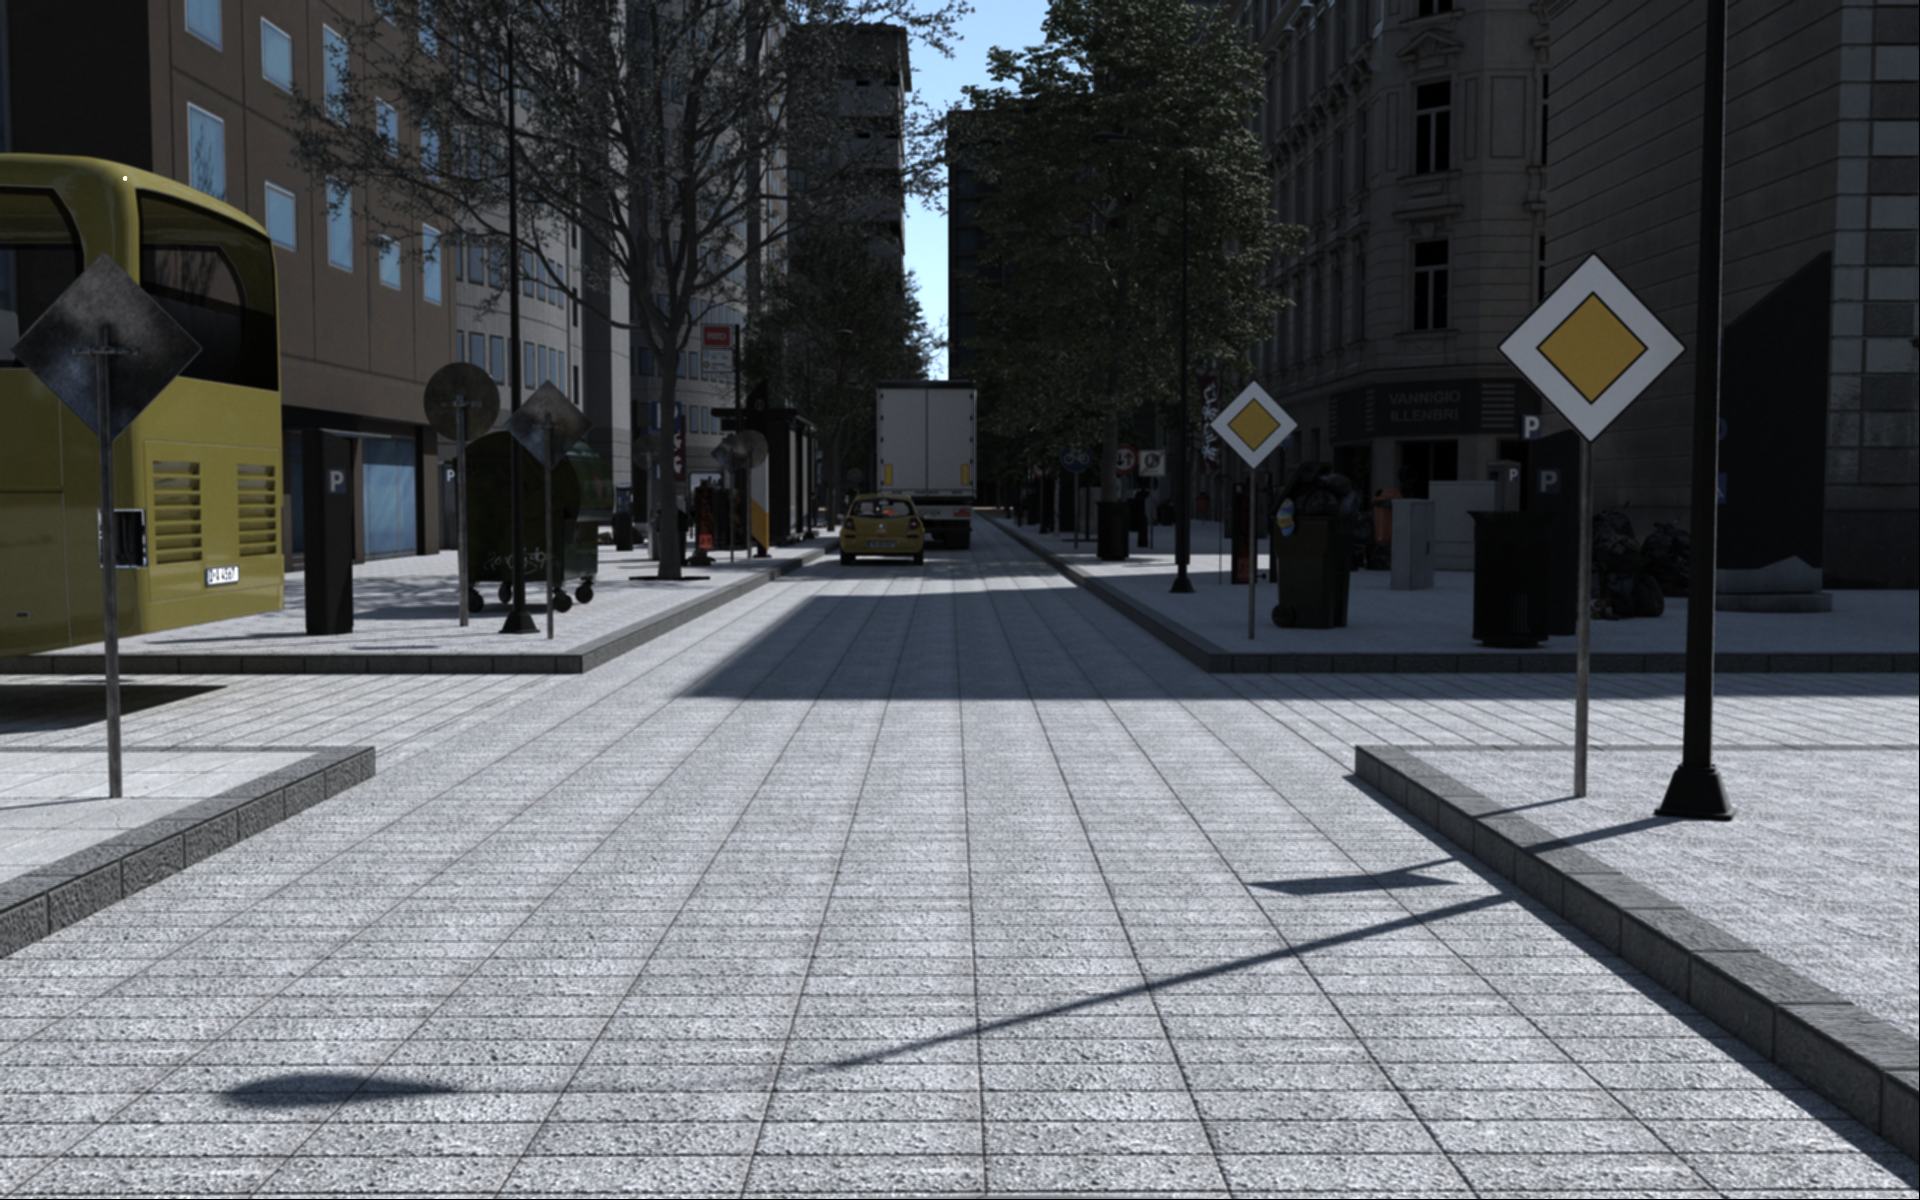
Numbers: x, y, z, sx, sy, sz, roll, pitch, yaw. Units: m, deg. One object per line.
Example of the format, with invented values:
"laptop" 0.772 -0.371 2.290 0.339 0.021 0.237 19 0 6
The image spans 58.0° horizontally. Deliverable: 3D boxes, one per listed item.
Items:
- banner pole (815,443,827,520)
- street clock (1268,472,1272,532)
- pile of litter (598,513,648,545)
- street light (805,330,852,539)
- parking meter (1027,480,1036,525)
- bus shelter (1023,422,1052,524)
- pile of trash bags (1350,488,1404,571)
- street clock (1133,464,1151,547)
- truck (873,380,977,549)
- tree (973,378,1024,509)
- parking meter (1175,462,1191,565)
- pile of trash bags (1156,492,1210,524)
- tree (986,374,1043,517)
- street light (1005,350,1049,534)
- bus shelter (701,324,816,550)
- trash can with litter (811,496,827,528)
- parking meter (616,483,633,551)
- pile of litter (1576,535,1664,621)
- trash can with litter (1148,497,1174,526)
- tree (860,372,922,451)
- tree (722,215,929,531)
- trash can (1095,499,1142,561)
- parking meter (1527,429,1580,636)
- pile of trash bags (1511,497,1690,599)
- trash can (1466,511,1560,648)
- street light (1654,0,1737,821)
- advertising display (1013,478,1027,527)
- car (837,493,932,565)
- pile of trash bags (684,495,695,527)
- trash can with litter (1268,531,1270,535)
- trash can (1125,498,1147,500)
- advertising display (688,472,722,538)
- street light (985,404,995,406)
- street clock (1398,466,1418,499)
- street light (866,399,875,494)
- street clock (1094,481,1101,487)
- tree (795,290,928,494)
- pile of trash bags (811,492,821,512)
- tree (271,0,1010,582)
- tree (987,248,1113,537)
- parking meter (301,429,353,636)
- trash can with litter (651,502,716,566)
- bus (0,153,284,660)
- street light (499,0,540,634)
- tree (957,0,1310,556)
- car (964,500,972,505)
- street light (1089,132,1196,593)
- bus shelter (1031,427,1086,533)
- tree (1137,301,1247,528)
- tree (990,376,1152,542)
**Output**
"banner pole" -6.715 -5.764 84.264 0.863 3.779 0.401 2 4 30
"street clock" 10.244 -3.246 57.635 0.358 2.002 0.471 0 4 2
"pile of litter" -8.732 -1.829 43.863 1.719 0.858 1.176 -1 4 -15
"street light" -3.758 -4.693 49.269 1.470 5.913 1.316 0 4 0
"parking meter" 2.940 -4.013 71.323 0.255 1.863 0.399 2 4 32
"bus shelter" 4.026 -6.181 78.697 2.179 5.291 8.768 0 4 0
"pile of trash bags" 6.782 -1.183 29.091 1.912 1.369 3.447 0 4 -3
"street clock" 4.415 -2.275 41.765 0.358 2.002 0.471 -3 5 -45
"truck" -1.036 -3.625 48.189 2.839 4.237 11.283 0 4 -2
"tree" 3.233 -13.690 149.593 9.928 11.665 9.643 0 3 0
"parking meter" 4.070 -1.586 31.635 0.255 1.863 0.399 0 4 5
"pile of trash bags" 9.169 -4.020 75.472 3.447 1.369 1.912 1 4 12
"tree" 3.597 -8.896 95.819 4.360 8.622 3.978 0 3 0
"street light" 2.164 -5.094 55.832 1.470 5.913 1.316 0 4 0
"bus shelter" -5.038 -4.035 43.608 2.179 5.291 8.768 0 4 -1
"trash can with litter" -5.621 -3.332 65.528 1.678 1.210 2.233 0 3 0
"parking meter" -7.571 -1.875 39.068 0.372 1.533 0.369 0 3 0
"pile of litter" 6.653 -0.255 18.139 1.719 0.858 1.176 -1 4 -21
"trash can with litter" 8.130 -3.584 69.986 1.055 1.170 0.624 1 4 12
"tree" -4.947 -12.789 134.847 9.928 11.665 9.643 0 3 0
"tree" -4.639 -7.618 58.969 8.767 10.594 7.601 2 4 31
"trash can" 2.959 -1.332 33.433 0.748 1.137 0.748 0 3 0
"parking meter" 5.407 -0.617 15.798 0.255 1.863 0.399 -3 5 -43
"pile of trash bags" 8.869 -0.760 22.186 3.447 1.369 1.912 -1 4 -10
"trash can" 4.640 -0.179 14.575 0.748 1.137 0.748 0 3 0
"street light" 2.419 -2.095 6.790 1.470 5.913 1.316 0 4 0
"advertising display" 2.533 -4.148 73.033 0.123 1.923 0.974 2 4 32
"car" -1.599 -1.592 36.247 2.015 1.641 3.980 0 4 -1
"pile of trash bags" -11.380 -3.540 67.636 1.912 1.369 3.447 0 4 -2
"trash can with litter" 9.974 -2.667 54.655 1.678 1.210 2.233 -2 4 -33
"trash can" 6.020 -2.908 59.202 0.748 1.137 0.748 0 3 0
"advertising display" -7.369 -2.751 50.189 0.974 1.923 0.123 -1 4 -18
"street light" 1.982 -7.152 89.477 1.470 5.913 1.316 0 4 0
"street clock" 11.455 -2.432 44.341 0.471 2.002 0.358 -2 4 -32
"street light" -3.899 -6.736 82.675 1.470 5.913 1.316 0 4 0
"street clock" 6.769 -5.008 86.457 0.471 2.002 0.358 -2 4 -32
"tree" -4.818 -10.511 89.978 7.486 12.596 7.792 0 3 0
"pile of trash bags" -8.182 -4.387 81.472 3.447 1.369 1.912 1 4 17
"tree" -4.393 -7.051 25.654 12.009 13.543 11.850 0 3 0
"tree" 2.872 -6.236 52.315 4.737 8.622 4.395 0 3 0
"parking meter" -5.779 -0.620 15.850 0.255 1.863 0.399 2 4 25
"trash can with litter" -4.935 -1.193 30.895 1.055 1.170 0.624 -2 4 -35
"bus" -11.209 -1.239 11.811 12.252 3.916 2.896 0 4 -1
"street light" -3.540 -2.650 15.863 1.470 5.913 1.316 0 4 0
"tree" 3.491 -7.194 35.752 7.486 12.596 7.792 0 3 0
"car" -0.243 -5.847 105.827 2.015 1.641 3.980 0 4 -1
"street light" 2.359 -3.051 22.427 1.470 5.913 1.316 0 4 0
"bus shelter" 3.453 -4.228 60.411 1.731 3.624 6.357 0 4 0
"tree" 8.575 -6.981 64.499 4.360 8.622 3.978 0 3 0
"tree" 3.540 -3.876 47.089 4.285 4.588 4.351 0 3 0
